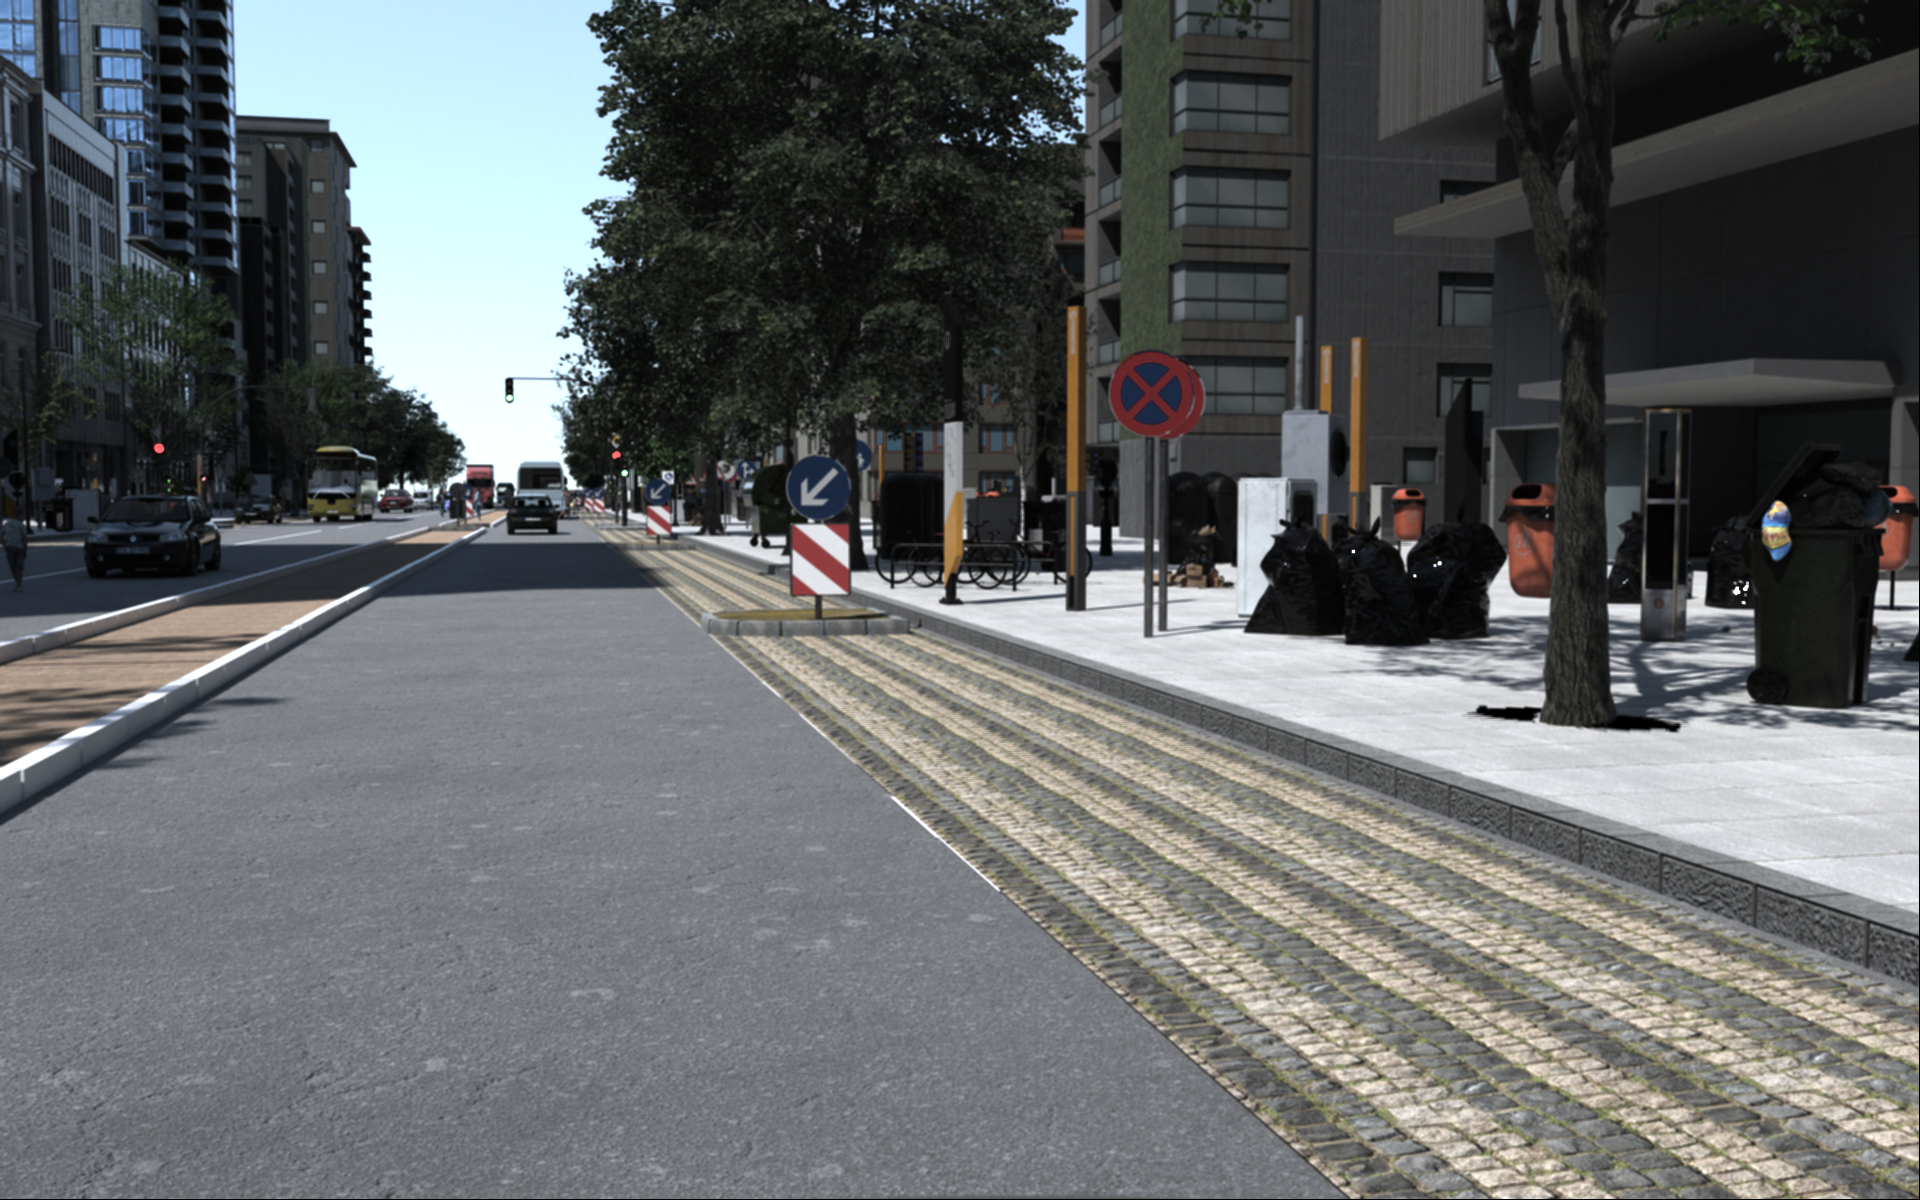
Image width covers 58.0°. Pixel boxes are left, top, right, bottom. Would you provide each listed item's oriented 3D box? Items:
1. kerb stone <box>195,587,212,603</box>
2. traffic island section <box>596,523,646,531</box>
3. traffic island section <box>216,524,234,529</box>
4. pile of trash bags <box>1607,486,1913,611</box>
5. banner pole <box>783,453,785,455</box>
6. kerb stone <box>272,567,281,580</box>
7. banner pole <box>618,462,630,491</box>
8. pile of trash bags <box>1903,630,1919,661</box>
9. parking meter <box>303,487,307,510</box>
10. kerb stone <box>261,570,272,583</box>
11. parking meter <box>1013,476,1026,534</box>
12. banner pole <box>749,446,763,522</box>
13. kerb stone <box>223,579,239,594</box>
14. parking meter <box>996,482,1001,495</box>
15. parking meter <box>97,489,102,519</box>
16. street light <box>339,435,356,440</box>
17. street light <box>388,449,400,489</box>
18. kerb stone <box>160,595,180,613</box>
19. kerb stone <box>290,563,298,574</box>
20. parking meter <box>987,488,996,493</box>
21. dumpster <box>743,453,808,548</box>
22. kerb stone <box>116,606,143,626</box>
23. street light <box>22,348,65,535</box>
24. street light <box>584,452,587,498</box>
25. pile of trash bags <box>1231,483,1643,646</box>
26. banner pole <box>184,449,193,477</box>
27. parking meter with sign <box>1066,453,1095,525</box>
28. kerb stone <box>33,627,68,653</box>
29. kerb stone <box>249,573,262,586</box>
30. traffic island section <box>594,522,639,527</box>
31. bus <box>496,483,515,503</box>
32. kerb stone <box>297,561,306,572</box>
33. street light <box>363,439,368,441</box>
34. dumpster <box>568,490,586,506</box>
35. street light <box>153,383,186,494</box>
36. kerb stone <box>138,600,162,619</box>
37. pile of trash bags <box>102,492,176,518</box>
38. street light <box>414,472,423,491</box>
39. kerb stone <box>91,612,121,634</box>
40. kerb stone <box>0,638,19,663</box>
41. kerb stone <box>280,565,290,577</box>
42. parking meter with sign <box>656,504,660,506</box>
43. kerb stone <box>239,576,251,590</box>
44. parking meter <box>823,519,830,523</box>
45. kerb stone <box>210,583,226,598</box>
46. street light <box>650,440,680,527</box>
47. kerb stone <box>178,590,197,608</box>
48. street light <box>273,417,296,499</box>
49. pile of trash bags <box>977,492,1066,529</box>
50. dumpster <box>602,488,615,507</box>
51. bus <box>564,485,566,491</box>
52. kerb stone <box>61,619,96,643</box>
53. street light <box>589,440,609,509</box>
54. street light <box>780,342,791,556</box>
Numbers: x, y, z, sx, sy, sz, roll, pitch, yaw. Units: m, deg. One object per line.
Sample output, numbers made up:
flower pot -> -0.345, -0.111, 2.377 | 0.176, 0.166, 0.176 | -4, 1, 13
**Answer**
kerb stone -> -10.116, -0.047, 22.966 | 0.120, 0.150, 1.000 | -1, 4, -13
traffic island section -> -13.266, -2.834, 68.621 | 2.009, 0.180, 2.903 | -1, 4, -13
traffic island section -> -31.642, -3.071, 72.499 | 2.009, 0.180, 2.903 | -1, 4, -13
pile of trash bags -> 9.154, -0.624, 19.948 | 1.912, 1.369, 3.447 | -3, 5, -44
banner pole -> -10.409, -6.994, 104.372 | 0.863, 3.779, 0.401 | 2, 4, 34
kerb stone -> -11.529, -0.413, 28.947 | 0.120, 0.150, 1.000 | -1, 4, -13
banner pole -> -22.789, -7.759, 116.881 | 0.863, 3.779, 0.401 | -1, 4, -14
pile of trash bags -> 8.415, -0.146, 12.139 | 1.912, 1.369, 3.447 | -1, 4, -10
parking meter -> -54.172, -8.410, 143.219 | 0.255, 1.863, 0.399 | -2, 4, -30
kerb stone -> -11.291, -0.349, 27.953 | 0.120, 0.150, 1.000 | -1, 4, -13
parking meter -> 1.923, -3.072, 55.944 | 0.255, 1.863, 0.399 | 3, 4, 37
banner pole -> -9.348, -5.430, 78.794 | 0.863, 3.779, 0.401 | -1, 4, -8
kerb stone -> -10.581, -0.169, 24.959 | 0.120, 0.150, 1.000 | -1, 4, -13
parking meter -> 1.815, -4.623, 81.297 | 0.255, 1.863, 0.399 | 0, 3, 0
parking meter -> -41.416, -4.569, 83.108 | 0.372, 1.533, 0.369 | 0, 3, 0
street light -> -48.196, -10.012, 136.233 | 1.470, 5.913, 1.316 | -1, 4, -13
street light -> -58.283, -12.592, 178.415 | 1.470, 5.913, 1.316 | -1, 4, -13
kerb stone -> -9.644, 0.077, 20.968 | 0.120, 0.150, 1.000 | -1, 4, -13
kerb stone -> -12.000, -0.535, 30.937 | 0.120, 0.150, 1.000 | -1, 4, -13
parking meter -> 1.309, -3.903, 72.221 | 0.372, 1.533, 0.369 | 0, 3, 0
dumpster -> -4.359, -2.391, 41.589 | 1.502, 2.255, 1.985 | -1, 4, -13
kerb stone -> -9.168, 0.197, 18.980 | 0.120, 0.150, 1.000 | -1, 4, -13
street light -> -29.044, -5.038, 54.917 | 1.470, 5.913, 1.316 | -1, 4, -13
street light -> -40.906, -13.407, 191.746 | 1.470, 5.913, 1.316 | -1, 4, -13
pile of trash bags -> 4.064, -0.334, 15.210 | 1.912, 1.369, 3.447 | -2, 4, -26
banner pole -> -42.900, -6.508, 96.422 | 0.863, 3.779, 0.401 | 2, 4, 26
parking meter with sign -> 5.316, -4.681, 72.788 | 1.738, 3.016, 0.543 | 0, 4, 1
kerb stone -> -8.462, 0.384, 15.995 | 0.120, 0.150, 1.000 | -1, 4, -13
kerb stone -> -11.053, -0.291, 26.959 | 0.120, 0.150, 1.000 | -1, 4, -13
traffic island section -> -15.105, -3.310, 76.393 | 2.009, 0.180, 2.903 | -1, 4, -13
bus -> -71.406, -16.957, 272.112 | 2.948, 3.499, 13.247 | -1, 4, -15
kerb stone -> -12.242, -0.588, 31.931 | 0.120, 0.150, 1.000 | -1, 4, -13
street light -> -50.832, -10.656, 146.774 | 1.470, 5.913, 1.316 | -1, 4, -13
dumpster -> -38.863, -10.254, 175.864 | 1.865, 1.857, 1.264 | -1, 4, -11
street light -> -33.027, -6.106, 72.377 | 1.470, 5.913, 1.316 | -1, 4, -13
kerb stone -> -9.405, 0.136, 19.974 | 0.120, 0.150, 1.000 | -1, 4, -13
pile of trash bags -> -40.456, -4.632, 85.482 | 3.447, 1.369, 1.912 | -2, 4, -29
street light -> -65.804, -14.556, 210.526 | 1.470, 5.913, 1.316 | -1, 4, -13
kerb stone -> -8.932, 0.260, 17.985 | 0.120, 0.150, 1.000 | -1, 4, -13
kerb stone -> -8.241, 0.440, 14.997 | 0.120, 0.150, 1.000 | -1, 4, -13
kerb stone -> -11.760, -0.474, 29.943 | 0.120, 0.150, 1.000 | -1, 4, -13
parking meter with sign -> -17.548, -6.440, 101.553 | 0.543, 3.016, 1.738 | 0, 4, 3
kerb stone -> -10.810, -0.230, 25.955 | 0.120, 0.150, 1.000 | -1, 4, -13
parking meter -> -3.394, -2.433, 45.490 | 0.255, 1.863, 0.399 | 3, 5, 41
kerb stone -> -10.350, -0.103, 23.963 | 0.120, 0.150, 1.000 | -1, 4, -13
street light -> -11.771, -5.846, 68.125 | 1.470, 5.913, 1.316 | -1, 4, -13
kerb stone -> -9.872, 0.014, 21.965 | 0.120, 0.150, 1.000 | -1, 4, -13
street light -> -40.610, -8.048, 104.119 | 1.470, 5.913, 1.316 | -1, 4, -13
pile of trash bags -> 2.450, -3.321, 64.050 | 3.447, 1.369, 1.912 | 2, 4, 30
dumpster -> -29.502, -8.580, 146.044 | 1.264, 1.857, 1.865 | -1, 4, -13
bus -> -38.509, -10.286, 163.029 | 2.948, 3.499, 13.247 | -1, 4, -14
kerb stone -> -8.695, 0.318, 16.990 | 0.120, 0.150, 1.000 | -1, 4, -13
street light -> -31.053, -10.838, 149.735 | 1.470, 5.913, 1.316 | -1, 4, -13
street light -> -4.105, -3.875, 35.901 | 1.470, 5.913, 1.316 | -1, 4, -13
